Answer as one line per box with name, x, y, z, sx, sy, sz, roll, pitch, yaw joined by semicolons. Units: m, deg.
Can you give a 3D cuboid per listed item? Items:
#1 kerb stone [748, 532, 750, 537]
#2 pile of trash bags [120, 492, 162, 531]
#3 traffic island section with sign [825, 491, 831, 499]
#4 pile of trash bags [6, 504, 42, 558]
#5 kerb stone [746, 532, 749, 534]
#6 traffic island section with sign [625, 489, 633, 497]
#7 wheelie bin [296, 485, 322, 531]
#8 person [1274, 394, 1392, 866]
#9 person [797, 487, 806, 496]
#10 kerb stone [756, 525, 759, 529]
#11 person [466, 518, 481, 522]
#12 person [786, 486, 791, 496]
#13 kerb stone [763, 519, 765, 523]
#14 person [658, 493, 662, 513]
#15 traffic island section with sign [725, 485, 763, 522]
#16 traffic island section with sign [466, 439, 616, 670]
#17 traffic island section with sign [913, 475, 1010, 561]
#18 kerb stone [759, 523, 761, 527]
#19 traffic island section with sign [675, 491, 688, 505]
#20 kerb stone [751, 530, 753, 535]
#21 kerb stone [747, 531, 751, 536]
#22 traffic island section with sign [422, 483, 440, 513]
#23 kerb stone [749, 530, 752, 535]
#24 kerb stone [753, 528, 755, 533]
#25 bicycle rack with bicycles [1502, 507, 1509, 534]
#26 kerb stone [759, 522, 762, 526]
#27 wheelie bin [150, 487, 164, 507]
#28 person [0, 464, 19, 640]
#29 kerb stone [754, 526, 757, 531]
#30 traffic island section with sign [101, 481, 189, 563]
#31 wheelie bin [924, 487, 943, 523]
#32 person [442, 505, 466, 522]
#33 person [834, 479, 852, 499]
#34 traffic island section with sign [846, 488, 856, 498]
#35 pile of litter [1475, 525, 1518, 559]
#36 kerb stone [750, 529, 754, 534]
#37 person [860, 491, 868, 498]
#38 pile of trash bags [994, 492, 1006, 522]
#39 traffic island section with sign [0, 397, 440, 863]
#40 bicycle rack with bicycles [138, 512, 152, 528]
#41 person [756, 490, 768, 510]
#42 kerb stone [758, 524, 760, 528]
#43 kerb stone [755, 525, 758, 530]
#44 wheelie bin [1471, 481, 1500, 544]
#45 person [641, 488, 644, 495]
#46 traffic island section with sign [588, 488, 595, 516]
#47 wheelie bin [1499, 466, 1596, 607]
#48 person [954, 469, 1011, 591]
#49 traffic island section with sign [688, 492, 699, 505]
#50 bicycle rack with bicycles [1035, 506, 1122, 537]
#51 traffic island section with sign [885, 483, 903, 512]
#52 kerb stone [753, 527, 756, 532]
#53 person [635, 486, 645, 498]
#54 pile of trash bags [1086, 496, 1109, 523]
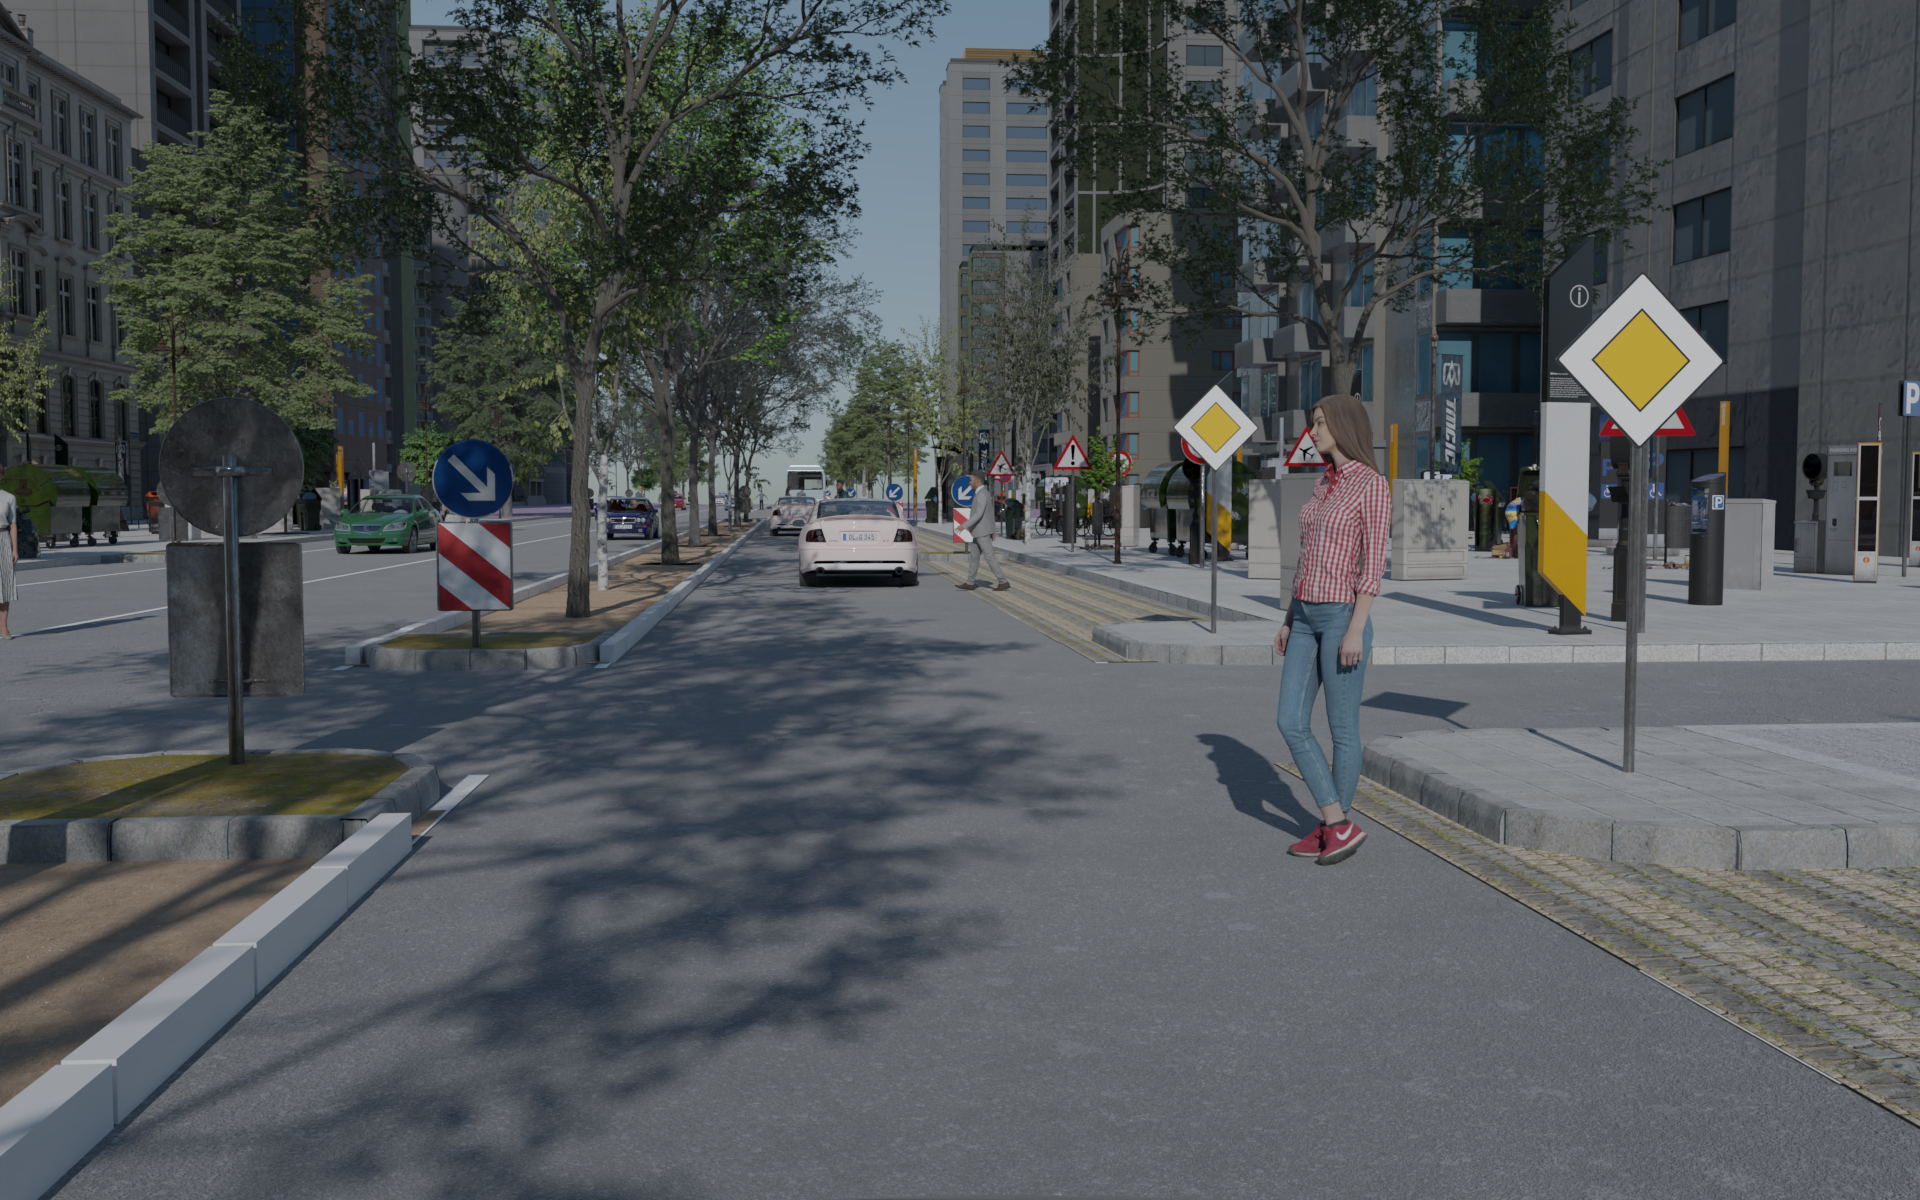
kerb stone;-6.811;-2.005;54.974;0.120;0.150;1.000;0;4;-5
pile of trash bags;-29.333;-3.066;59.877;3.447;1.369;1.912;-3;5;-41
traffic island section with sign;-9.898;-8.152;141.920;1.989;1.847;2.006;0;4;-5
pile of trash bags;-20.245;-1.515;34.517;3.447;1.369;1.912;-2;4;-26
kerb stone;-6.713;-1.943;53.957;0.120;0.150;1.000;0;4;-5
traffic island section with sign;-26.836;-8.077;140.690;1.989;1.847;2.006;0;4;-5
wheelie bin;-24.421;-3.472;64.671;0.980;1.594;0.693;-3;5;-43
person;1.446;0.102;6.840;0.388;1.821;0.555;-2;4;-34
person;-8.065;-4.898;88.687;0.635;1.810;0.391;1;4;21
kerb stone;-7.868;-2.691;66.201;0.120;0.150;1.000;0;4;-5
person;-13.043;-2.287;46.459;0.524;1.755;0.480;3;5;39
person;-8.780;-4.929;89.103;0.388;1.821;0.555;-1;4;-16
kerb stone;-9.131;-3.499;79.458;0.120;0.150;1.000;0;4;-5
person;-15.242;-4.932;89.528;0.661;1.777;0.834;-3;4;-38
traffic island section with sign;-11.180;-4.996;89.818;2.006;1.907;1.989;0;4;-5
traffic island section with sign;-4.089;-0.421;15.014;2.006;1.907;1.989;0;4;-5
traffic island section with sign;-0.027;-1.773;37.617;1.989;1.847;2.006;0;4;-5
kerb stone;-8.259;-2.940;70.276;0.120;0.150;1.000;0;4;-5
traffic island section with sign;-31.891;-11.349;194.188;1.989;1.847;2.006;0;4;-5
kerb stone;-7.093;-2.192;58.039;0.120;0.150;1.000;0;4;-5
kerb stone;-6.907;-2.067;55.993;0.120;0.150;1.000;0;4;-5
traffic island section with sign;-19.567;-3.386;63.982;1.989;1.847;2.006;0;4;-5
kerb stone;-6.998;-2.128;57.019;0.120;0.150;1.000;0;4;-5
kerb stone;-7.386;-2.380;61.105;0.120;0.150;1.000;0;4;-5
bicycle rack with bicycles;18.361;-2.515;54.497;2.852;0.926;2.925;-1;4;-9
kerb stone;-8.451;-3.066;72.331;0.120;0.150;1.000;0;4;-5
wheelie bin;-35.291;-4.179;76.236;0.980;1.594;0.693;-2;4;-35
person;-9.460;-0.480;16.923;0.480;1.755;0.524;-3;4;-37
kerb stone;-7.583;-2.504;63.145;0.120;0.150;1.000;0;4;-5
traffic island section with sign;-17.039;-1.744;37.145;1.989;1.847;2.006;0;4;-5
wheelie bin;-1.143;-4.175;76.166;0.693;1.594;0.980;-2;4;-29
person;-8.885;-1.315;30.564;0.524;1.755;0.480;3;5;41
person;-3.186;-2.324;46.488;0.713;1.824;0.794;0;4;-2
traffic island section with sign;-7.355;-6.511;115.085;1.989;1.847;2.006;0;4;-5
pile of litter;11.140;-1.264;34.635;1.719;0.858;1.176;1;4;16
kerb stone;-7.201;-2.253;59.059;0.120;0.150;1.000;0;4;-5
person;-4.718;-4.581;85.210;0.589;1.601;0.330;0;4;-1
pile of trash bags;2.079;-4.308;80.182;1.912;1.369;3.447;0;4;-7
traffic island section with sign;-3.400;0.030;7.639;2.006;1.907;1.989;0;4;-5
bicycle rack with bicycles;-29.287;-3.163;65.103;2.852;0.926;2.925;2;4;28
person;-17.930;-9.040;156.289;1.348;1.826;0.705;-2;4;-30
kerb stone;-8.058;-2.815;68.237;0.120;0.150;1.000;0;4;-5
kerb stone;-7.770;-2.627;65.180;0.120;0.150;1.000;0;4;-5
wheelie bin;12.590;-2.044;41.328;0.693;1.594;0.980;2;4;31
person;-18.595;-5.598;100.543;0.721;1.766;1.217;-2;4;-30
traffic island section with sign;-24.236;-6.398;113.238;1.989;1.847;2.006;0;4;-5
wheelie bin;6.763;-0.728;19.804;0.980;1.594;0.693;1;4;9
person;0.329;-1.020;25.459;0.850;1.792;0.678;0;4;6
traffic island section with sign;-34.582;-13.082;222.518;1.989;1.847;2.006;0;4;-5
bicycle rack with bicycles;4.009;-2.419;52.932;2.852;0.926;2.925;-2;4;-30
traffic island section with sign;-2.601;-3.438;64.840;1.989;1.847;2.006;0;4;-5
kerb stone;-7.484;-2.442;62.123;0.120;0.150;1.000;0;4;-5
person;-14.510;-4.302;79.020;0.590;1.801;0.661;2;4;24
pile of trash bags;6.844;-4.096;76.722;3.447;1.369;1.912;-1;4;-21
